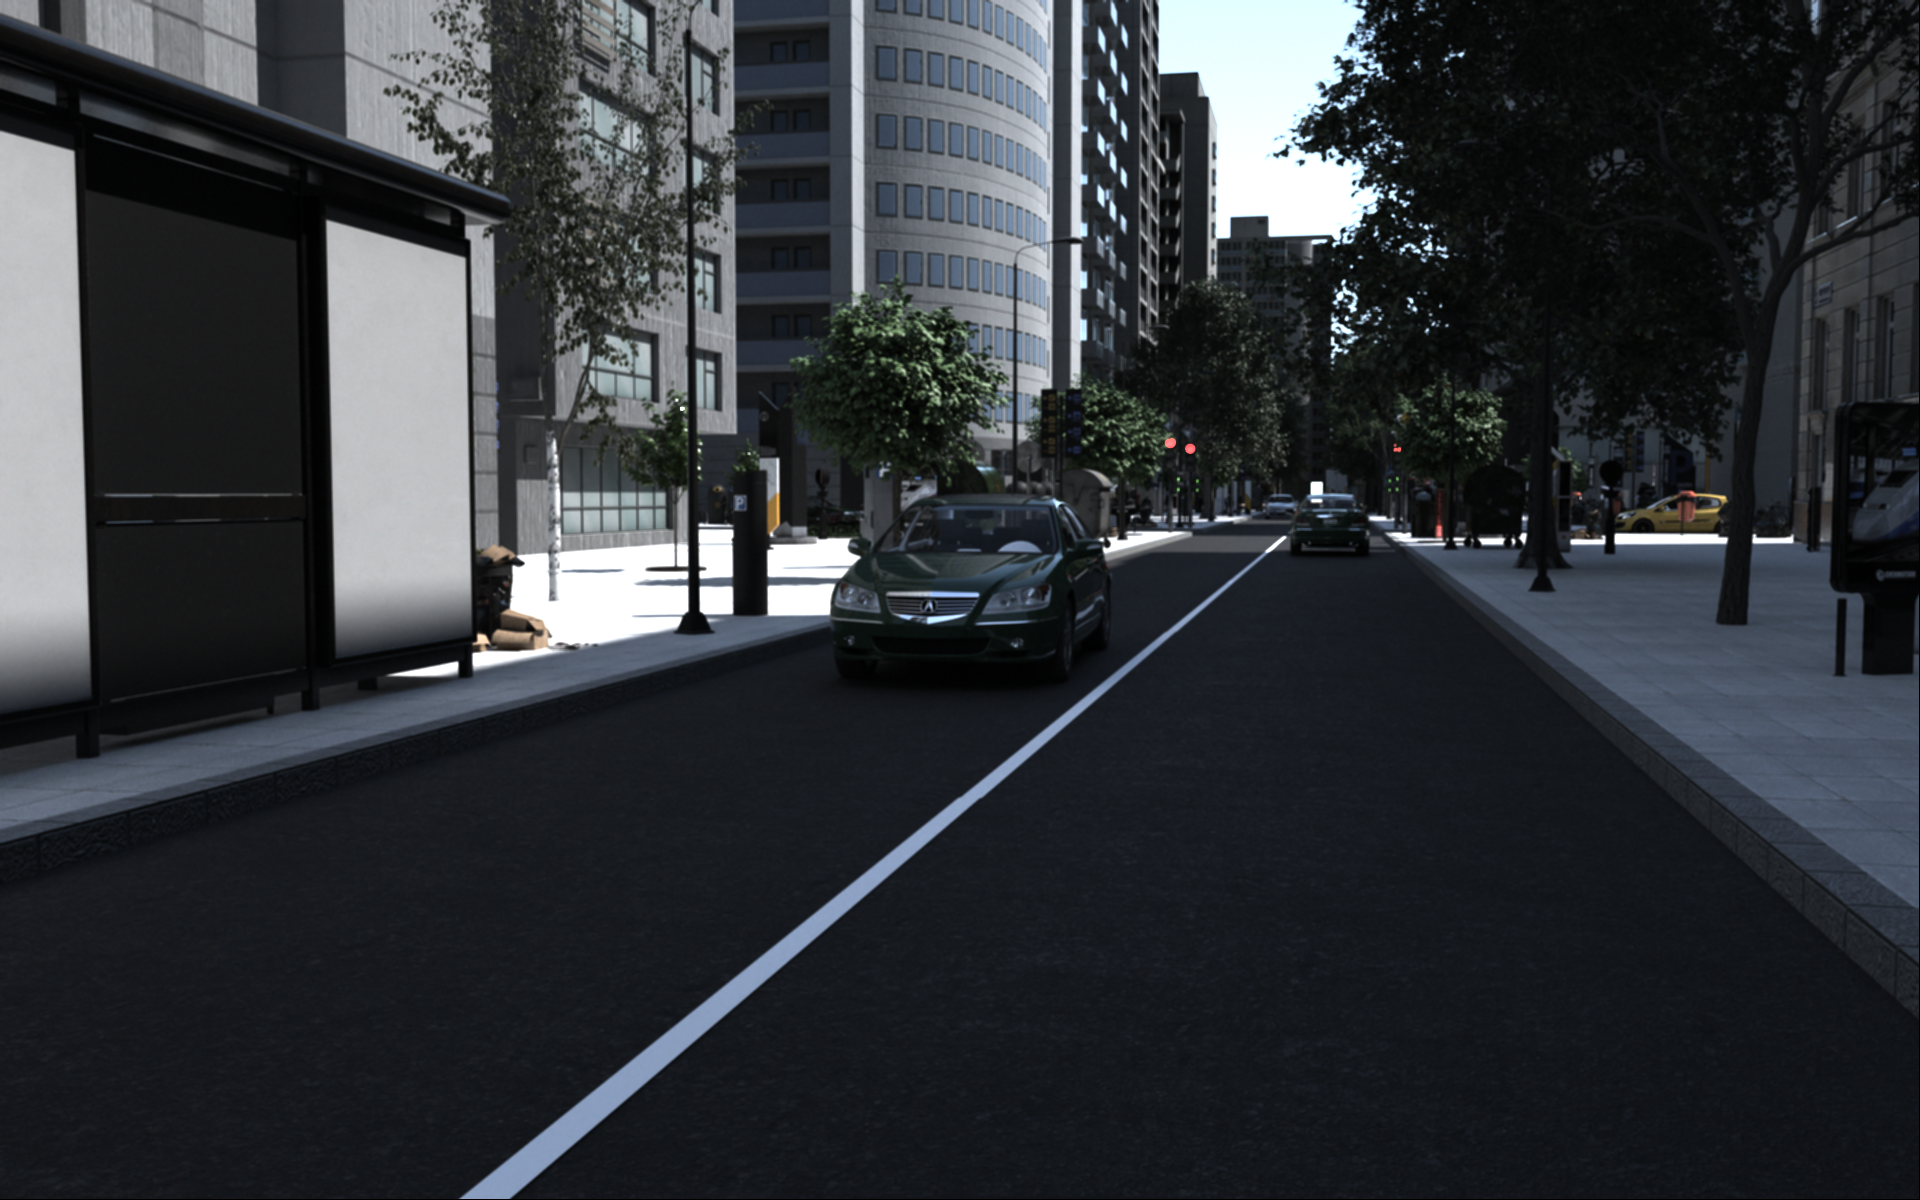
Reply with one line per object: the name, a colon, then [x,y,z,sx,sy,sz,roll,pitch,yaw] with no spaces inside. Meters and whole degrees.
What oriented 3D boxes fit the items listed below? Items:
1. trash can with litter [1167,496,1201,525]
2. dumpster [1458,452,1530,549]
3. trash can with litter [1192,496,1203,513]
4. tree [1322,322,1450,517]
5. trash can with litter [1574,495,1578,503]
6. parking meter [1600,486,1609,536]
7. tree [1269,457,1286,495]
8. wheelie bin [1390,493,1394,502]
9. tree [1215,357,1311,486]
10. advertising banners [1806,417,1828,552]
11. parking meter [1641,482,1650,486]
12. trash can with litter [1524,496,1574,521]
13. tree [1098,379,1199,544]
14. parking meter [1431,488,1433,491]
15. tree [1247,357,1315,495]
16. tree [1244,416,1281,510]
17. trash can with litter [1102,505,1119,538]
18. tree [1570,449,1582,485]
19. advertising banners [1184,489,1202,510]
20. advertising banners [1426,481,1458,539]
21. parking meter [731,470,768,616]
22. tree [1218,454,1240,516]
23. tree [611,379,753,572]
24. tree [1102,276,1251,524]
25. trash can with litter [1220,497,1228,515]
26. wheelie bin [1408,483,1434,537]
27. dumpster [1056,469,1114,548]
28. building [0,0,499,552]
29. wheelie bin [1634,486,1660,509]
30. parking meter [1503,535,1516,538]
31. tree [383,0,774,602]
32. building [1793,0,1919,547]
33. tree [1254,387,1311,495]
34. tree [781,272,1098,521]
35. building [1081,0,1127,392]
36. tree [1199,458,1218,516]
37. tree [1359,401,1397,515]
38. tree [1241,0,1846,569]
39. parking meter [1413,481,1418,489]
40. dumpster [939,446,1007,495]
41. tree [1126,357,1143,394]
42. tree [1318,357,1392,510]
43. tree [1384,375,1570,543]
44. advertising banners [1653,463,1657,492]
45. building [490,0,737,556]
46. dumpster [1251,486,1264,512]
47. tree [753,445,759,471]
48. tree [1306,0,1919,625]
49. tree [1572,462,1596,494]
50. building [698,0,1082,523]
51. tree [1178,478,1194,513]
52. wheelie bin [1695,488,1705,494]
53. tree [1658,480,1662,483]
trash can with litter: [9.185,-3.730,72.046,1.678,1.210,2.233,1,4,18]
dumpster: [12.657,-2.363,41.126,1.502,2.255,1.985,1,4,12]
trash can with litter: [16.098,-6.396,115.961,1.055,1.170,0.624,-3,4,-38]
tree: [24.365,-10.606,99.166,9.928,11.665,9.643,0,3,0]
trash can with litter: [32.420,-4.931,91.682,1.678,1.210,2.233,1,4,22]
parking meter: [19.952,-2.754,53.442,0.372,1.533,0.369,0,3,0]
tree: [36.878,-15.369,201.642,4.360,8.622,3.978,0,3,0]
wheelie bin: [27.688,-6.258,110.219,0.980,1.594,0.693,-3,5,-42]
tree: [27.082,-15.358,157.751,9.857,13.997,8.962,0,3,0]
advertising banners: [19.377,-2.625,39.109,0.090,3.025,2.074,2,4,35]
parking meter: [33.872,-4.884,85.570,0.399,1.863,0.255,3,5,40]
trash can with litter: [27.393,-4.303,81.408,1.678,1.210,2.233,-1,4,-8]
tree: [3.294,-3.759,45.175,4.285,4.588,4.351,0,3,0]
parking meter: [19.211,-3.831,71.055,0.372,1.533,0.369,0,3,0]
tree: [38.679,-21.987,215.375,12.611,20.169,13.585,0,3,0]
tree: [23.685,-11.506,138.492,4.737,8.622,4.395,0,3,0]
trash can with litter: [4.227,-2.427,51.068,0.624,1.170,1.055,2,4,32]
tree: [34.159,-7.118,100.101,4.285,4.588,4.351,0,3,0]
advertising banners: [18.806,-8.708,138.557,2.074,3.025,0.090,-1,4,-21]
advertising banners: [13.778,-3.276,49.746,0.090,3.025,2.074,3,5,44]
parking meter: [-2.225,-0.608,18.349,0.372,1.533,0.369,0,3,0]
tree: [14.702,-7.170,100.945,4.285,4.588,4.351,0,3,0]
tree: [-4.743,-2.112,29.135,1.663,3.219,1.824,0,3,0]
tree: [9.270,-8.560,74.364,7.601,10.594,8.767,3,5,42]
trash can with litter: [16.586,-5.897,107.806,0.624,1.170,1.055,-2,4,-26]
wheelie bin: [13.729,-2.659,51.389,0.693,1.594,0.980,-1,4,-13]
dumpster: [2.834,-2.113,40.311,1.264,1.857,1.865,1,4,12]
building: [-20.349,-28.842,13.574,21.231,58.520,28.212,1,4,12]
wheelie bin: [27.540,-3.757,69.342,0.980,1.594,0.693,0,4,-7]
parking meter: [15.897,-2.717,50.130,0.399,1.863,0.255,1,4,12]
tree: [-4.611,-4.287,20.453,4.360,8.622,3.978,0,3,0]
building: [24.800,-14.332,31.599,12.463,27.353,25.104,1,4,12]
tree: [33.130,-16.171,182.519,7.486,12.596,7.792,0,3,0]
tree: [-0.906,-2.564,25.638,4.285,4.588,4.351,0,3,0]
building: [0.092,-30.983,126.174,23.786,49.044,30.456,1,4,12]
tree: [5.104,-4.304,54.084,4.285,4.588,4.351,0,3,0]
tree: [26.664,-9.620,107.644,4.360,8.622,3.978,0,3,0]
tree: [9.994,-6.887,29.608,9.611,12.733,9.660,0,3,0]
parking meter: [19.058,-4.063,72.139,0.399,1.863,0.255,-3,5,-41]
dumpster: [0.019,-1.966,34.635,1.502,2.255,1.985,1,4,12]
tree: [12.726,-10.535,89.249,9.611,12.733,9.660,0,3,0]
tree: [33.949,-14.424,142.480,9.857,13.997,8.962,0,3,0]
tree: [12.815,-3.801,45.867,4.285,4.588,4.351,0,3,0]
advertising banners: [38.918,-6.156,96.832,0.090,3.025,2.074,2,4,32]
building: [-13.566,-21.955,42.567,14.086,41.232,14.154,1,4,12]
dumpster: [21.075,-7.231,123.987,1.264,1.857,1.865,1,4,12]
tree: [-7.308,-3.932,58.891,1.663,3.219,1.824,0,3,0]
tree: [7.506,-5.016,16.421,8.767,10.594,7.601,1,4,13]
tree: [37.445,-6.739,104.776,1.663,3.219,1.824,0,3,0]
building: [-6.123,-33.462,89.099,21.231,58.520,28.212,1,4,12]
tree: [15.491,-7.617,119.134,1.663,3.219,1.824,0,3,0]
wheelie bin: [38.187,-5.000,89.651,0.980,1.594,0.693,3,4,36]
tree: [43.566,-6.759,105.114,1.663,3.219,1.824,0,3,0]
